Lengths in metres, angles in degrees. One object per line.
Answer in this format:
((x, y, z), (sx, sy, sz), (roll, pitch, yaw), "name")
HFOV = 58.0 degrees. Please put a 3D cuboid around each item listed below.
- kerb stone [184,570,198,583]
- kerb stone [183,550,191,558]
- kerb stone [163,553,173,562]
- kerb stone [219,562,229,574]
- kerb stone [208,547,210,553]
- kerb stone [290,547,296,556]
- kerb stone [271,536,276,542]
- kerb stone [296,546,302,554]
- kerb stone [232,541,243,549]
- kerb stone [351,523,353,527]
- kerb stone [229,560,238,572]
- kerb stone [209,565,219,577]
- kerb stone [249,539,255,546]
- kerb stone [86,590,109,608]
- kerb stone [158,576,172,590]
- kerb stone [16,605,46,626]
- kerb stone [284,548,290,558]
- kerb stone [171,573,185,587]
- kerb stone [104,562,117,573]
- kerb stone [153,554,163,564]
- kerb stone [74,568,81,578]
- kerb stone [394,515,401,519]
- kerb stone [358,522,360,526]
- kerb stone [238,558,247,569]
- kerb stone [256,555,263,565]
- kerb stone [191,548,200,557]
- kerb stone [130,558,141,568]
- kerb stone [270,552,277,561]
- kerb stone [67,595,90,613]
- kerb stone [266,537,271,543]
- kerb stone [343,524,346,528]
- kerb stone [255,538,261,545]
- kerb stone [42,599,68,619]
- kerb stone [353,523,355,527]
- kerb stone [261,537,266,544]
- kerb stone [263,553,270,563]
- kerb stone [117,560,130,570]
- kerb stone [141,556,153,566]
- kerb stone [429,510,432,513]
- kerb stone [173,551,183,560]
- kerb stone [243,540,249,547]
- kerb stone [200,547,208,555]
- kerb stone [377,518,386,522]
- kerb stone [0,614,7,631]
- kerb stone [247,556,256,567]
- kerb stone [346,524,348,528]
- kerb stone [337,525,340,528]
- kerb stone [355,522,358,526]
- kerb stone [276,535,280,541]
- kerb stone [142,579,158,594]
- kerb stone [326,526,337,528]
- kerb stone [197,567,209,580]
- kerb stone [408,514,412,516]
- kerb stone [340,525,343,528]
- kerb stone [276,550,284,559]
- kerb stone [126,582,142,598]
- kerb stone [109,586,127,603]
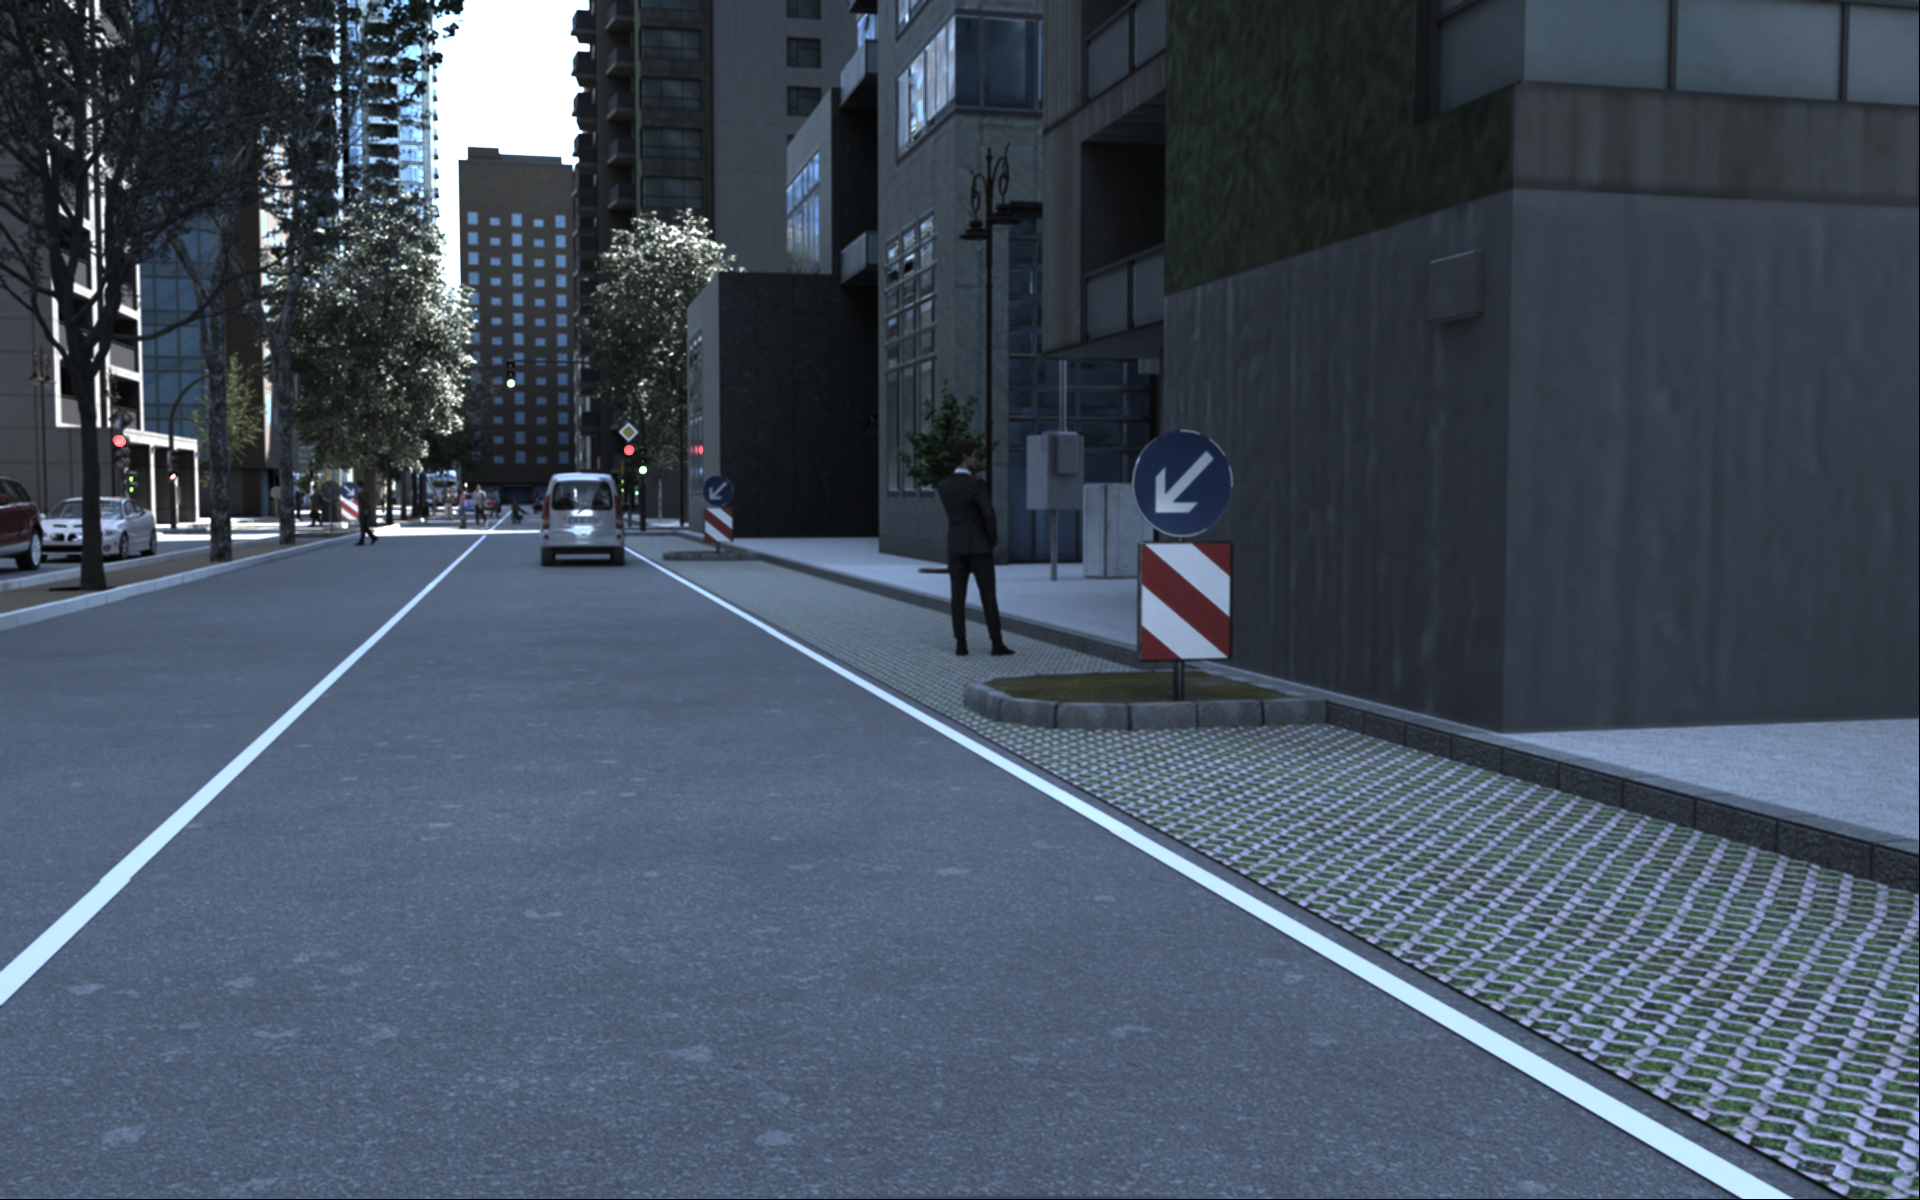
((-12.581, -0.360, 28.121), (0.120, 0.150, 1.000), (-1, 4, -14), "kerb stone")
((-17.351, -1.002, 38.582), (0.120, 0.150, 1.000), (-1, 4, -14), "kerb stone")
((-16.850, -0.879, 36.596), (0.120, 0.150, 1.000), (-1, 4, -14), "kerb stone")
((-13.327, -0.545, 31.103), (0.120, 0.150, 1.000), (-1, 4, -14), "kerb stone")
((-18.088, -1.184, 41.562), (0.120, 0.150, 1.000), (-1, 4, -14), "kerb stone")
((-15.554, -1.088, 40.086), (0.120, 0.150, 1.000), (-1, 4, -14), "kerb stone")
((-20.564, -1.794, 51.535), (0.120, 0.150, 1.000), (-1, 4, -14), "kerb stone")
((-15.804, -1.155, 41.079), (0.120, 0.150, 1.000), (-1, 4, -14), "kerb stone")
((-19.077, -1.428, 45.548), (0.120, 0.150, 1.000), (-1, 4, -14), "kerb stone")
((-26.125, -3.163, 73.917), (0.120, 0.150, 1.000), (-1, 4, -14), "kerb stone")
((-13.574, -0.604, 32.110), (0.120, 0.150, 1.000), (-1, 4, -14), "kerb stone")
((-13.084, -0.484, 30.105), (0.120, 0.150, 1.000), (-1, 4, -14), "kerb stone")
((-19.573, -1.551, 47.552), (0.120, 0.150, 1.000), (-1, 4, -14), "kerb stone")
((-11.100, 0.003, 22.146), (0.120, 0.150, 1.000), (-1, 4, -14), "kerb stone")
((-12.089, -0.232, 26.115), (0.120, 0.150, 1.000), (-1, 4, -14), "kerb stone")
((-10.354, 0.185, 19.170), (0.120, 0.150, 1.000), (-1, 4, -14), "kerb stone")
((-15.308, -1.034, 39.094), (0.120, 0.150, 1.000), (-1, 4, -14), "kerb stone")
((-12.335, -0.298, 27.111), (0.120, 0.150, 1.000), (-1, 4, -14), "kerb stone")
((-15.613, -0.572, 31.619), (0.120, 0.150, 1.000), (-1, 4, -14), "kerb stone")
((-16.606, -0.819, 35.588), (0.120, 0.150, 1.000), (-1, 4, -14), "kerb stone")
((-15.122, -0.454, 29.617), (0.120, 0.150, 1.000), (-1, 4, -14), "kerb stone")
((-33.053, -4.864, 101.768), (0.120, 0.150, 1.000), (-1, 4, -14), "kerb stone")
((-26.863, -3.346, 76.904), (0.120, 0.150, 1.000), (-1, 4, -14), "kerb stone")
((-13.824, -0.667, 33.101), (0.120, 0.150, 1.000), (-1, 4, -14), "kerb stone")
((-14.323, -0.790, 35.110), (0.120, 0.150, 1.000), (-1, 4, -14), "kerb stone")
((-17.593, -1.063, 39.576), (0.120, 0.150, 1.000), (-1, 4, -14), "kerb stone")
((-16.110, -0.698, 33.604), (0.120, 0.150, 1.000), (-1, 4, -14), "kerb stone")
((-14.816, -0.903, 37.102), (0.120, 0.150, 1.000), (-1, 4, -14), "kerb stone")
((-10.853, 0.069, 21.153), (0.120, 0.150, 1.000), (-1, 4, -14), "kerb stone")
((-20.314, -1.733, 50.542), (0.120, 0.150, 1.000), (-1, 4, -14), "kerb stone")
((-25.382, -2.981, 70.935), (0.120, 0.150, 1.000), (-1, 4, -14), "kerb stone")
((-19.822, -1.611, 48.553), (0.120, 0.150, 1.000), (-1, 4, -14), "kerb stone")
((-10.605, 0.124, 20.161), (0.120, 0.150, 1.000), (-1, 4, -14), "kerb stone")
((-26.370, -3.220, 74.909), (0.120, 0.150, 1.000), (-1, 4, -14), "kerb stone")
((-20.076, -1.673, 49.548), (0.120, 0.150, 1.000), (-1, 4, -14), "kerb stone")
((-14.574, -0.844, 36.108), (0.120, 0.150, 1.000), (-1, 4, -14), "kerb stone")
((-15.865, -0.637, 32.610), (0.120, 0.150, 1.000), (-1, 4, -14), "kerb stone")
((-16.352, -0.759, 34.598), (0.120, 0.150, 1.000), (-1, 4, -14), "kerb stone")
((-41.697, -6.998, 136.605), (0.120, 0.150, 1.000), (-1, 4, -14), "kerb stone")
((-17.093, -0.941, 37.589), (0.120, 0.150, 1.000), (-1, 4, -14), "kerb stone")
((-19.325, -1.488, 46.557), (0.120, 0.150, 1.000), (-1, 4, -14), "kerb stone")
((-17.841, -1.124, 40.570), (0.120, 0.150, 1.000), (-1, 4, -14), "kerb stone")
((-30.323, -4.195, 90.826), (0.120, 0.150, 1.000), (-1, 4, -14), "kerb stone")
((-10.109, 0.247, 18.175), (0.120, 0.150, 1.000), (-1, 4, -14), "kerb stone")
((-14.065, -0.728, 34.105), (0.120, 0.150, 1.000), (-1, 4, -14), "kerb stone")
((-25.625, -3.041, 71.928), (0.120, 0.150, 1.000), (-1, 4, -14), "kerb stone")
((-24.885, -2.859, 68.945), (0.120, 0.150, 1.000), (-1, 4, -14), "kerb stone")
((-26.613, -3.285, 75.902), (0.120, 0.150, 1.000), (-1, 4, -14), "kerb stone")
((-20.814, -1.855, 52.531), (0.120, 0.150, 1.000), (-1, 4, -14), "kerb stone")
((-11.847, -0.179, 25.122), (0.120, 0.150, 1.000), (-1, 4, -14), "kerb stone")
((-24.640, -2.798, 67.943), (0.120, 0.150, 1.000), (-1, 4, -14), "kerb stone")
((-12.826, -0.422, 29.115), (0.120, 0.150, 1.000), (-1, 4, -14), "kerb stone")
((-35.768, -5.537, 112.721), (0.120, 0.150, 1.000), (-1, 4, -14), "kerb stone")
((-25.137, -2.918, 69.940), (0.120, 0.150, 1.000), (-1, 4, -14), "kerb stone")
((-15.063, -0.973, 38.102), (0.120, 0.150, 1.000), (-1, 4, -14), "kerb stone")
((-11.601, -0.118, 24.128), (0.120, 0.150, 1.000), (-1, 4, -14), "kerb stone")
((-11.342, -0.055, 23.139), (0.120, 0.150, 1.000), (-1, 4, -14), "kerb stone")
